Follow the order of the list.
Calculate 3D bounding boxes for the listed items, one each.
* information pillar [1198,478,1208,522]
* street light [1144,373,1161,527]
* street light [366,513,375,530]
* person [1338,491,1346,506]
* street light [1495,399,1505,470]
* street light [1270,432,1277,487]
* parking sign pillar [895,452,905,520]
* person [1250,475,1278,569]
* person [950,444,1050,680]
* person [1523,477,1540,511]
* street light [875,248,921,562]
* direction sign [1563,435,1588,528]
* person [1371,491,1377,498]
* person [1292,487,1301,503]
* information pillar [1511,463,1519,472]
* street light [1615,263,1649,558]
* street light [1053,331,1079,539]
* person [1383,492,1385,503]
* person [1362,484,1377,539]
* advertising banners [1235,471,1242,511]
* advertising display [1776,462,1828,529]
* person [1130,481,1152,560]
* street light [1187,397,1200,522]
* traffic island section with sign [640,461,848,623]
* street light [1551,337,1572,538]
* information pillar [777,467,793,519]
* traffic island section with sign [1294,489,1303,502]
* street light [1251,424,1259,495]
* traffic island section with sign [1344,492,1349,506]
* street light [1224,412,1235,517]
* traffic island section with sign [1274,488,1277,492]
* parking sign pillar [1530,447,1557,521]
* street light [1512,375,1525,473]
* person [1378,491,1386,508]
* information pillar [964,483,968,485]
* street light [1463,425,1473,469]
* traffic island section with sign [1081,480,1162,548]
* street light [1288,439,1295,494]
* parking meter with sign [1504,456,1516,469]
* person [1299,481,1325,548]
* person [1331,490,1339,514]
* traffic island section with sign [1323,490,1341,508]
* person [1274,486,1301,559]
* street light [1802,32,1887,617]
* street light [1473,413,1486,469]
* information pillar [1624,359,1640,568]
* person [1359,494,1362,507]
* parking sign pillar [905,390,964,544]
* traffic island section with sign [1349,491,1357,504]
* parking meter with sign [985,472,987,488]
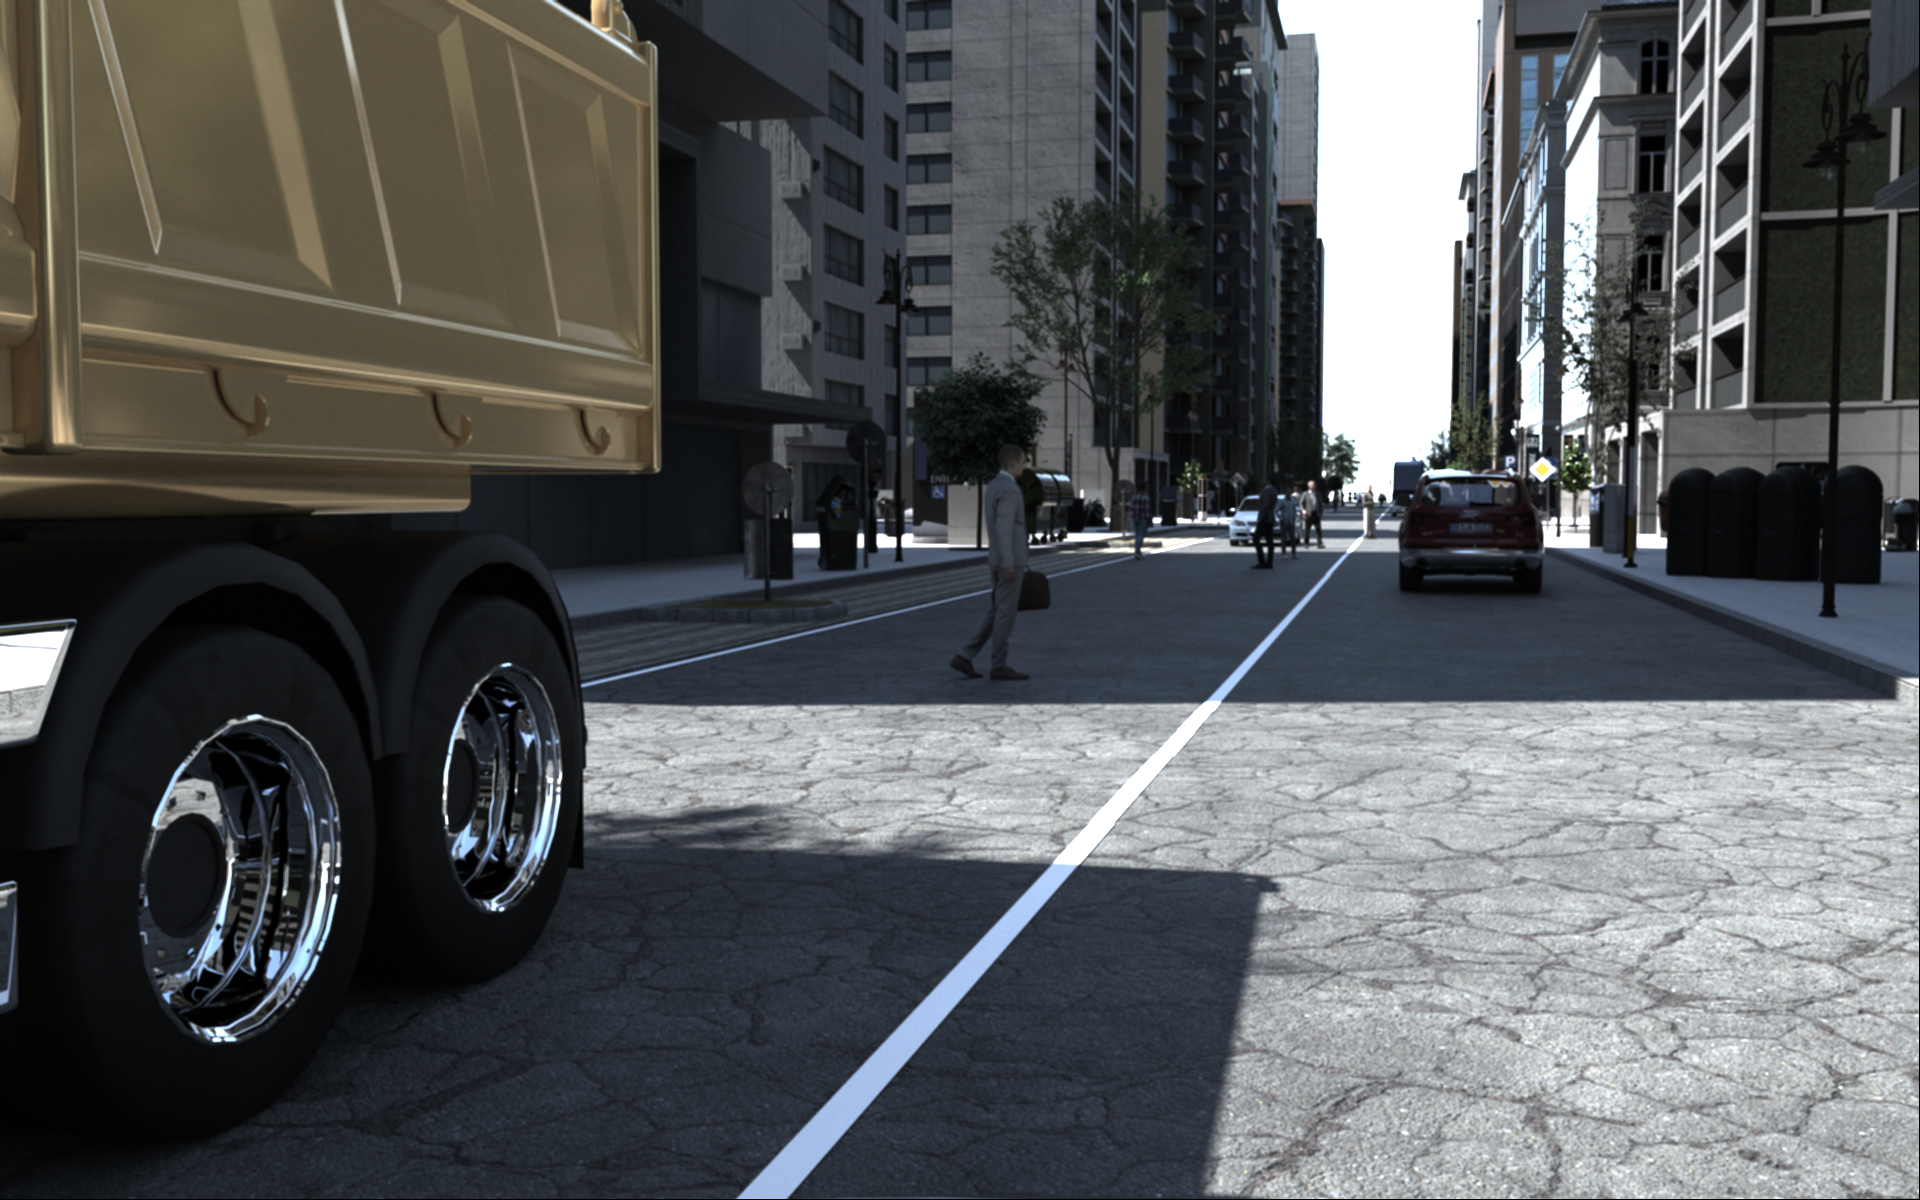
[{"bbox_3d":[11.275,-4.645,80.435,0.304,2.012,0.304,-2,4,-29],"label":"information pillar"},{"bbox_3d":[7.367,-5.728,66.444,0.468,5.910,1.993,1,4,14],"label":"street light"},{"bbox_3d":[-5.500,-2.645,16.040,0.468,5.910,1.993,1,4,14],"label":"street light"},{"bbox_3d":[44.072,-11.684,199.613,1.350,1.814,0.705,-3,4,-39],"label":"person"},{"bbox_3d":[25.597,-6.697,82.278,0.468,5.910,1.993,1,4,14],"label":"street light"},{"bbox_3d":[23.428,-9.571,129.281,0.468,5.910,1.993,1,4,14],"label":"street light"},{"bbox_3d":[-2.437,-5.881,84.632,1.447,3.967,1.447,3,5,43],"label":"parking sign pillar"},{"bbox_3d":[5.870,-1.510,33.378,0.592,1.802,0.473,-3,5,-44],"label":"person"},{"bbox_3d":[0.361,-0.292,13.387,0.853,1.813,0.709,-1,4,-17],"label":"person"},{"bbox_3d":[11.051,-1.512,33.770,0.519,1.759,0.362,2,4,31],"label":"person"},{"bbox_3d":[-1.162,-3.670,32.796,0.468,5.910,1.993,1,4,14],"label":"street light"},{"bbox_3d":[23.471,-4.533,66.115,0.876,3.537,0.379,1,4,14],"label":"direction sign"},{"bbox_3d":[49.162,-12.144,207.019,1.348,1.831,0.705,1,4,13],"label":"person"},{"bbox_3d":[15.187,-4.224,78.138,0.480,1.755,0.524,0,4,0],"label":"person"},{"bbox_3d":[34.523,-7.131,107.942,0.504,3.616,0.183,1,4,9],"label":"information pillar"},{"bbox_3d":[13.462,-3.794,34.816,0.468,5.910,1.993,1,4,14],"label":"street light"},{"bbox_3d":[3.012,-4.681,49.330,0.468,5.910,1.993,1,4,14],"label":"street light"},{"bbox_3d":[67.784,-16.399,276.556,0.705,1.831,1.348,1,4,15],"label":"person"},{"bbox_3d":[13.105,-2.832,55.348,0.519,1.759,0.362,-3,4,-36],"label":"person"},{"bbox_3d":[21.142,-8.258,131.200,0.090,3.025,2.074,1,4,23],"label":"advertising banners"},{"bbox_3d":[16.937,-1.814,34.870,0.974,1.923,0.123,2,4,26],"label":"advertising display"},{"bbox_3d":[3.944,-1.750,37.947,0.643,1.720,0.563,-3,4,-36],"label":"person"},{"bbox_3d":[10.659,-6.505,79.149,0.468,5.910,1.993,1,4,14],"label":"street light"},{"bbox_3d":[-2.389,-0.698,20.044,1.989,1.847,2.006,1,4,14],"label":"traffic island section with sign"},{"bbox_3d":[17.687,-4.785,51.026,0.468,5.910,1.993,1,4,14],"label":"street light"},{"bbox_3d":[-4.689,-2.566,46.439,0.304,2.012,0.304,2,4,34],"label":"information pillar"},{"bbox_3d":[24.859,-7.232,126.874,1.989,1.847,2.006,1,4,14],"label":"traffic island section with sign"},{"bbox_3d":[19.040,-8.517,112.044,0.468,5.910,1.993,1,4,14],"label":"street light"},{"bbox_3d":[43.916,-11.805,201.632,1.989,1.847,2.006,1,4,14],"label":"traffic island section with sign"},{"bbox_3d":[14.914,-7.528,95.871,0.468,5.910,1.993,1,4,14],"label":"street light"},{"bbox_3d":[18.106,-5.613,100.406,1.989,1.847,2.006,1,4,14],"label":"traffic island section with sign"},{"bbox_3d":[27.261,-5.712,81.858,1.447,3.967,1.447,-3,5,-41],"label":"parking sign pillar"},{"bbox_3d":[21.714,-5.792,67.489,0.468,5.910,1.993,1,4,14],"label":"street light"},{"bbox_3d":[43.180,-10.270,177.199,0.721,1.735,1.217,-2,4,-30],"label":"person"},{"bbox_3d":[0.206,-6.171,92.247,0.183,3.616,0.504,3,5,43],"label":"information pillar"},{"bbox_3d":[33.975,-8.726,115.453,0.468,5.910,1.993,1,4,14],"label":"street light"},{"bbox_3d":[4.408,-2.327,46.672,1.989,1.847,2.006,1,4,14],"label":"traffic island section with sign"},{"bbox_3d":[27.736,-10.591,145.954,0.468,5.910,1.993,1,4,14],"label":"street light"},{"bbox_3d":[24.874,-5.001,78.026,0.543,3.016,1.738,1,4,10],"label":"parking meter with sign"},{"bbox_3d":[9.262,-2.232,45.389,0.661,1.777,0.834,-1,4,-16],"label":"person"},{"bbox_3d":[27.206,-7.123,125.548,0.593,1.750,0.643,2,4,26],"label":"person"},{"bbox_3d":[37.170,-10.185,175.148,1.989,1.847,2.006,1,4,14],"label":"traffic island section with sign"},{"bbox_3d":[7.232,-1.710,38.268,0.589,1.601,0.330,-1,4,-13],"label":"person"},{"bbox_3d":[9.088,-2.762,17.948,0.468,5.910,1.993,1,4,14],"label":"street light"},{"bbox_3d":[29.693,-7.707,98.804,0.468,5.910,1.993,1,4,14],"label":"street light"},{"bbox_3d":[11.817,-2.387,30.385,0.183,3.616,0.504,2,4,28],"label":"information pillar"},{"bbox_3d":[44.287,-10.971,191.095,0.599,1.433,0.991,0,4,5],"label":"person"},{"bbox_3d":[-0.559,-3.447,44.828,1.447,3.967,1.447,0,4,5],"label":"parking sign pillar"},{"bbox_3d":[57.392,-15.036,254.459,1.989,1.847,2.006,1,4,14],"label":"traffic island section with sign"},{"bbox_3d":[1.825,-4.443,68.902,1.738,3.016,0.543,-1,4,-18],"label":"parking meter with sign"}]
